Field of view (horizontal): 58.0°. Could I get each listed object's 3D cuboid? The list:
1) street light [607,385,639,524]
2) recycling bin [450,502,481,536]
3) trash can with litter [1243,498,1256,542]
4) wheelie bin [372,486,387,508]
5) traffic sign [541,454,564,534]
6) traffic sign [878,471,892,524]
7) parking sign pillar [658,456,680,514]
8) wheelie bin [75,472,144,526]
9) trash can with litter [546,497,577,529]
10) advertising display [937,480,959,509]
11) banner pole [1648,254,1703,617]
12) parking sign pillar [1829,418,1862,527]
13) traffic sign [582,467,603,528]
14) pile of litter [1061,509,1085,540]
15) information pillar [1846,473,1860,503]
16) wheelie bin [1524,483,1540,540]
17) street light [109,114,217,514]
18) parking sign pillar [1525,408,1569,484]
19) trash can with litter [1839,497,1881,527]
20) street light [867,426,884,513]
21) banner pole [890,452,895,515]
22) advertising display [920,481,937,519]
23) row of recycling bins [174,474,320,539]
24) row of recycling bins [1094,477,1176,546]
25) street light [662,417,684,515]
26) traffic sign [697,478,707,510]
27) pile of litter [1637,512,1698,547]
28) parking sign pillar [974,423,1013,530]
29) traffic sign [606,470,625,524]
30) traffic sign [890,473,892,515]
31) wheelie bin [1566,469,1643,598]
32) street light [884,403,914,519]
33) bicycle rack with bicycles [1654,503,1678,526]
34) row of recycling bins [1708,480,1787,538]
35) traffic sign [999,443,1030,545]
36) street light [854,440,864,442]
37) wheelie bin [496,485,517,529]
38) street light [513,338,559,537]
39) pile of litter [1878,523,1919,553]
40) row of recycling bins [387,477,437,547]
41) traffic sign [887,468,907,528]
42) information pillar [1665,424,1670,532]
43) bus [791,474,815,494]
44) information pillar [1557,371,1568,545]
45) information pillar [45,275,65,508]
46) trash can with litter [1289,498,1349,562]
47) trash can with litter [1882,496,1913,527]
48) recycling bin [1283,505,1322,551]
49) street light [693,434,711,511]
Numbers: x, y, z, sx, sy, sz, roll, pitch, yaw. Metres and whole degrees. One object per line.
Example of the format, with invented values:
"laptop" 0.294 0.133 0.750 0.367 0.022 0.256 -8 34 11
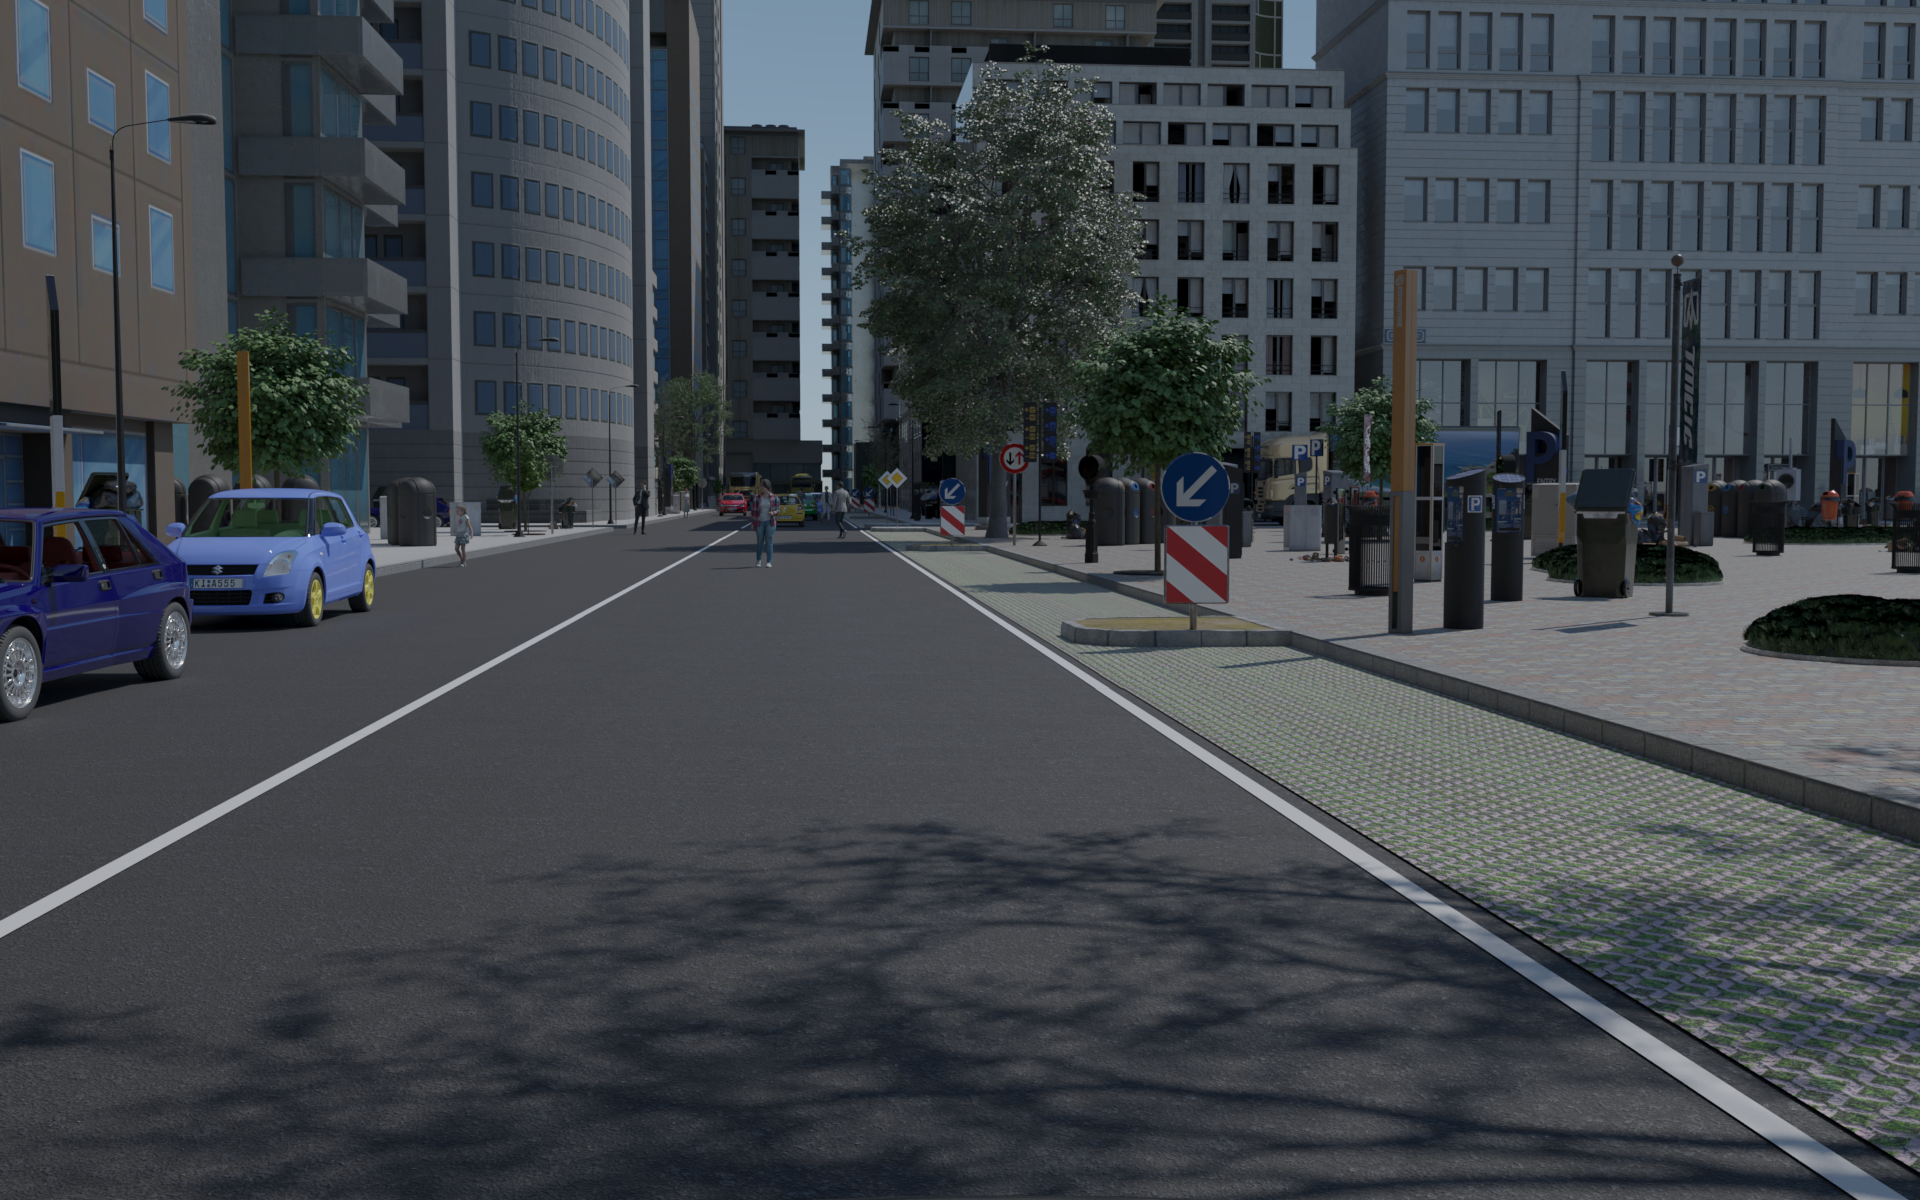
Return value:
"street light" -14.315 -6.176 73.523 1.470 5.913 1.316 0 4 -5
"recycling bin" -15.244 -2.497 53.388 0.722 1.027 0.722 -3 5 -41
"trash can with litter" 7.511 -2.111 45.907 0.624 1.170 1.055 1 4 15
"wheelie bin" -24.024 -3.928 72.133 0.980 1.594 0.693 3 4 39
"traffic sign" -13.105 -3.395 55.611 0.768 2.556 0.104 0 4 -3
"traffic sign" -3.122 -4.323 74.319 0.795 2.450 0.064 0 4 -5
"parking sign pillar" -18.811 -7.544 111.814 1.447 3.967 1.447 0 4 -2
"wheelie bin" -12.168 -1.039 24.891 0.693 1.594 0.980 1 4 22
"trash can with litter" -14.598 -3.183 63.434 1.055 1.170 0.624 -3 4 -36
"advertising display" -0.486 -4.366 76.597 0.974 1.923 0.123 2 4 35
"banner pole" 7.486 -1.709 17.955 0.401 3.779 0.863 0 4 1
"parking sign pillar" 31.593 -4.497 61.994 1.447 3.967 1.447 -3 5 -42
"traffic sign" -13.861 -3.775 65.366 0.795 2.450 0.064 0 4 -5
"pile of litter" 3.474 -2.173 49.499 1.176 0.858 1.719 0 4 3
"information pillar" 30.935 -3.397 60.038 0.304 2.012 0.304 -3 4 -37
"wheelie bin" 16.226 -2.516 49.052 0.980 1.594 0.693 -3 4 -36
"street light" -9.781 -2.980 21.269 1.470 5.913 1.316 0 4 -5
"parking sign pillar" 18.125 -3.979 53.536 1.447 3.967 1.447 -2 4 -35
"trash can with litter" 29.575 -2.796 57.098 1.055 1.170 0.624 0 4 -5
"street light" -5.648 -8.951 118.895 1.470 5.913 1.316 0 4 -5
"banner pole" -4.041 -6.946 103.580 0.401 3.779 0.863 1 4 15
"advertising display" -1.594 -5.082 88.308 0.974 1.923 0.123 -1 4 -11
"row of recycling bins" -15.104 -1.769 36.039 3.534 1.692 1.069 0 4 -5
"row of recycling bins" 4.413 -2.272 44.263 1.069 1.692 3.534 2 4 35
"street light" -17.195 -8.025 103.744 1.470 5.913 1.316 0 4 -5
"traffic sign" -20.334 -8.353 136.682 0.768 2.556 0.104 0 4 -4
"pile of litter" 16.894 -1.685 41.520 1.719 0.858 1.176 0 4 -2
"parking sign pillar" 1.242 -4.515 62.285 1.447 3.967 1.447 3 5 42
"traffic sign" -14.573 -4.262 73.319 0.795 2.450 0.064 0 4 -5
"traffic sign" -4.214 -6.450 105.559 0.768 2.556 0.104 0 4 -5
"wheelie bin" 8.060 -0.840 21.640 0.980 1.594 0.693 3 4 36
"street light" -2.966 -7.102 88.655 1.470 5.913 1.316 0 4 -5
"bicycle rack with bicycles" 27.967 -3.209 65.857 2.852 0.926 2.925 0 4 2
"row of recycling bins" 23.133 -2.690 51.100 1.069 1.692 3.534 0 4 -8
"traffic sign" 1.361 -2.636 43.208 0.768 2.556 0.104 0 4 -3
"street light" -8.404 -10.800 149.128 1.470 5.913 1.316 0 4 -5
"wheelie bin" -16.491 -3.386 63.262 0.980 1.594 0.693 1 4 9
"street light" -12.598 -4.829 51.496 1.470 5.913 1.316 0 4 -5
"pile of litter" 21.158 -1.501 38.506 1.719 0.858 1.176 -1 4 -9
"row of recycling bins" -13.916 -2.241 43.750 1.069 1.692 3.534 -2 4 -24
"traffic sign" -2.411 -3.836 66.366 0.795 2.450 0.064 0 4 -5
"information pillar" 23.879 -4.084 58.132 0.183 3.616 0.504 0 4 2
"bus" -19.137 -13.386 210.404 2.896 3.916 12.252 0 4 -4
"information pillar" 11.382 -2.530 32.720 0.183 3.616 0.504 1 4 14
"information pillar" -9.612 -1.656 18.432 0.183 3.616 0.504 -2 4 -32
"trash can with litter" 7.153 -1.370 33.451 1.678 1.210 2.233 0 4 -6
"trash can with litter" 35.432 -3.317 65.283 2.233 1.210 1.678 -2 4 -25
"recycling bin" 7.753 -1.632 39.236 0.722 1.027 0.722 0 4 -1
"street light" -19.962 -9.874 133.976 1.470 5.913 1.316 0 4 -5
